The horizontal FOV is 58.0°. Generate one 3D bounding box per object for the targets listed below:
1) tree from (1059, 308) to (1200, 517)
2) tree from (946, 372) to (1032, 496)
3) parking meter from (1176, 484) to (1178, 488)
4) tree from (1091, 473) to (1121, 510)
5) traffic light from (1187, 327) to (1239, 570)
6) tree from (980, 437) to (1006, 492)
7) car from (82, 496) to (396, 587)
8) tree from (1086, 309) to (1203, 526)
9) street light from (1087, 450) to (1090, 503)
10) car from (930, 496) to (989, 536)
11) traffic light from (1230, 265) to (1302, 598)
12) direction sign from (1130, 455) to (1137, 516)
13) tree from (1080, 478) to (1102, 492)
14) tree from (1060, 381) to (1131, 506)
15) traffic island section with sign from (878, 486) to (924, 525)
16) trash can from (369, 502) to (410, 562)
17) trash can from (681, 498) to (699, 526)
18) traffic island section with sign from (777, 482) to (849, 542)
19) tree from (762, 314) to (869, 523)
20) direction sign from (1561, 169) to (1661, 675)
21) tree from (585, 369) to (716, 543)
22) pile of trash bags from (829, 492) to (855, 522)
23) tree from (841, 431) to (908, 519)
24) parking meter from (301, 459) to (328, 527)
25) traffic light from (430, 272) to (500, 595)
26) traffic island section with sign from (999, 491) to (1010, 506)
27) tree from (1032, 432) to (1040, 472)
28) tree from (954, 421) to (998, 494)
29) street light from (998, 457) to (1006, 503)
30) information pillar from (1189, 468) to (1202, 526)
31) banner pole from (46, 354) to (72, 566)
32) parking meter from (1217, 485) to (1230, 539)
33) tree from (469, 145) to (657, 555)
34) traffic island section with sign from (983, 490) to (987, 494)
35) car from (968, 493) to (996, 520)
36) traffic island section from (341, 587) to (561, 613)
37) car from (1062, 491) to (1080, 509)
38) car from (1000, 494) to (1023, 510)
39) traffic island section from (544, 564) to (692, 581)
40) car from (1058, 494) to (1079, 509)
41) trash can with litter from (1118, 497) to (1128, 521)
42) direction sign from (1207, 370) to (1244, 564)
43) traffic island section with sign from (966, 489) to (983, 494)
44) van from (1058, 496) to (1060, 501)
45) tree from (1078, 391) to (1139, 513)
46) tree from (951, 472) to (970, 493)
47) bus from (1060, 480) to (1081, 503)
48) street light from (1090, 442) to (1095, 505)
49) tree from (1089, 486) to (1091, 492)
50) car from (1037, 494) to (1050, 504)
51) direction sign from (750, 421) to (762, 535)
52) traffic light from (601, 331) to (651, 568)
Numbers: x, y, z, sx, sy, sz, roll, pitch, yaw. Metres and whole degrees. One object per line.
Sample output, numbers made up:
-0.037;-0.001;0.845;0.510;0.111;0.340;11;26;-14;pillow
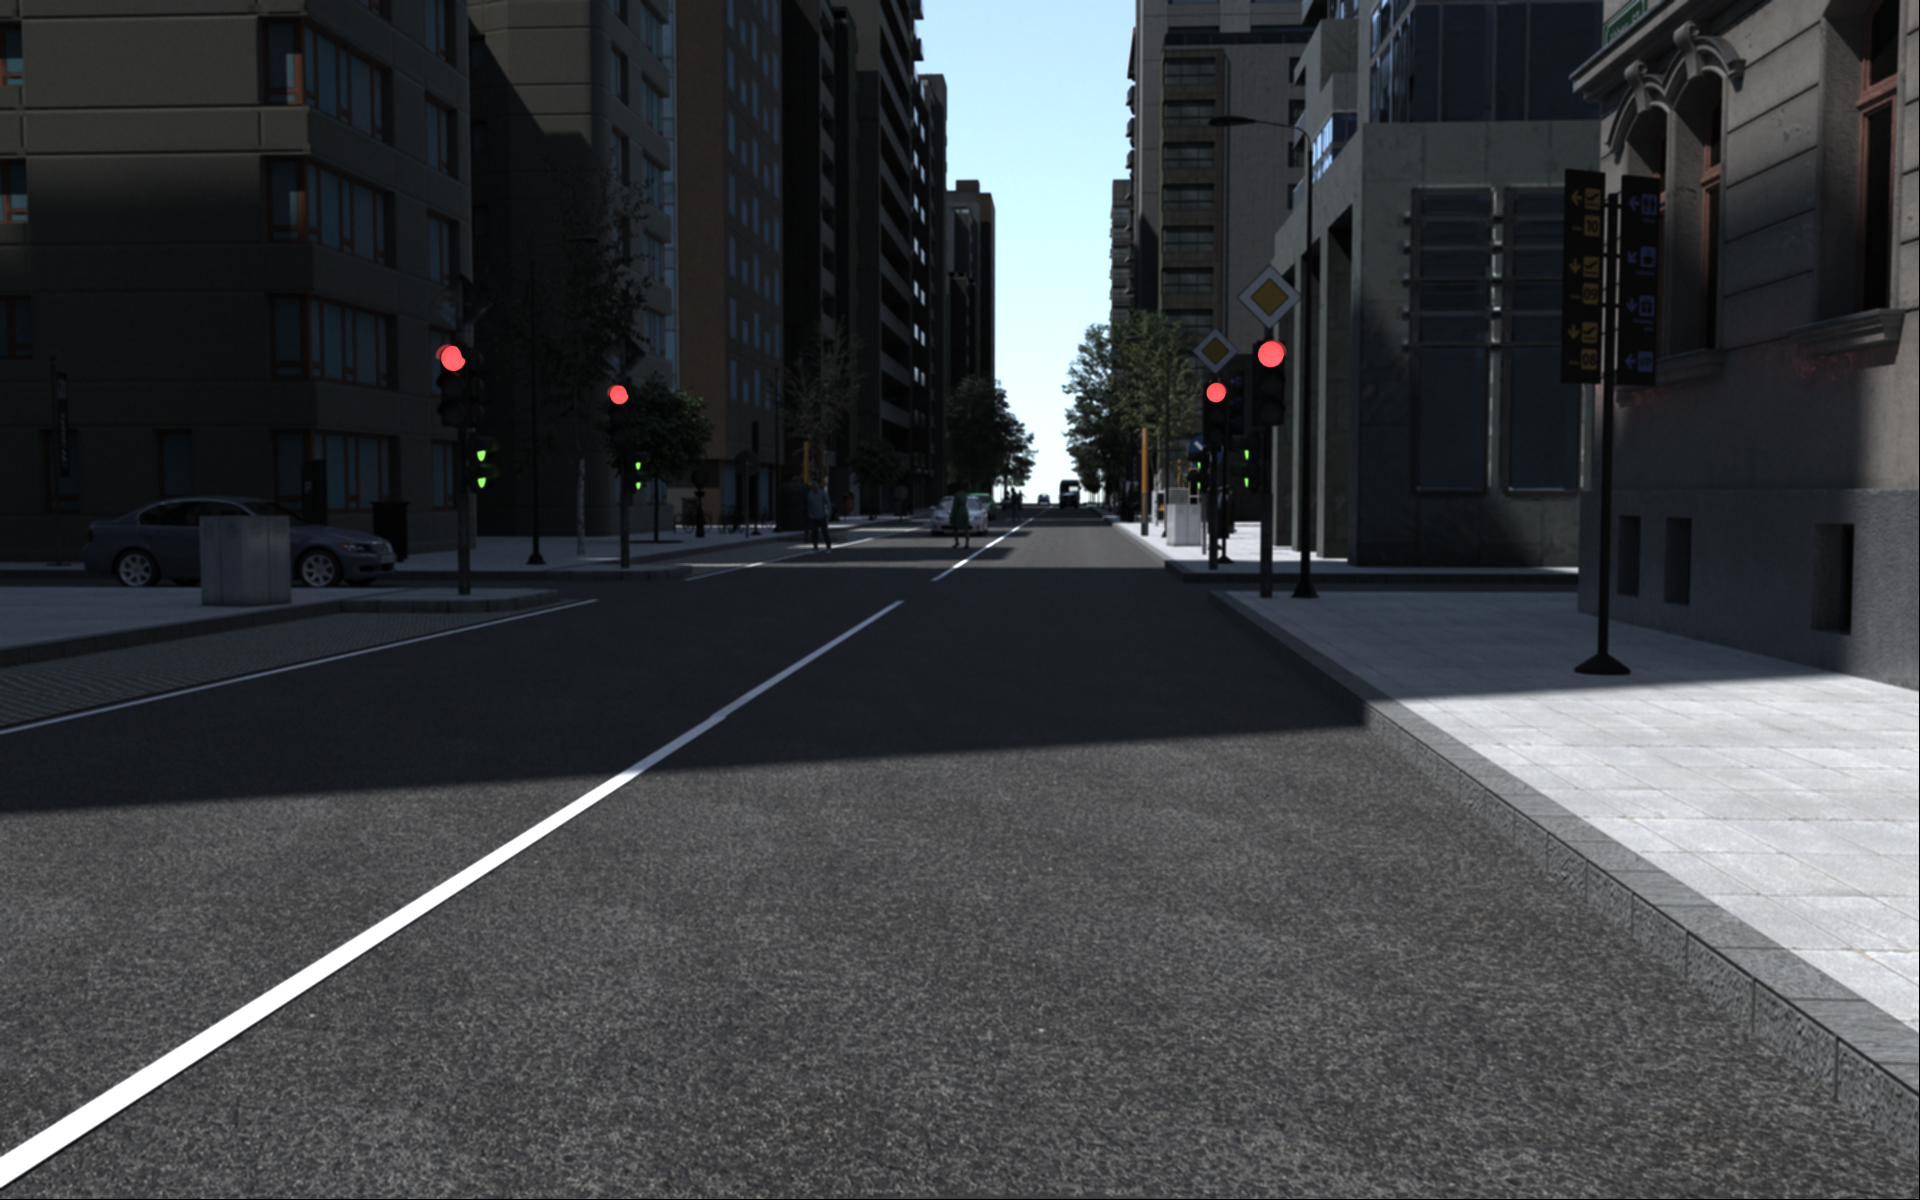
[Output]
9.402;-10.376;95.400;9.928;11.665;9.643;0;3;0;tree
1.062;-16.721;180.051;9.857;13.997;8.962;0;3;0;tree
12.839;-5.859;101.502;0.255;1.863;0.399;2;4;23;parking meter
12.206;-9.033;142.283;1.663;3.219;1.824;0;3;0;tree
4.290;-2.473;29.347;0.839;4.253;0.868;0;4;4;traffic light
3.279;-15.592;205.288;4.737;8.622;4.395;0;3;0;tree
-10.923;-0.882;26.416;4.499;1.417;2.014;0;4;2;car
7.776;-7.225;68.493;4.737;8.622;4.395;0;3;0;tree
12.165;-11.083;153.753;1.470;5.913;1.316;0;4;4;street light
0.006;-2.968;60.886;2.083;1.381;4.827;0;4;3;car
3.778;-1.985;21.378;0.839;4.253;0.868;0;4;4;traffic light
10.199;-6.723;101.916;0.379;3.537;0.876;-1;4;-16;direction sign
19.368;-16.645;255.851;4.285;4.588;4.351;0;3;0;tree
15.997;-17.305;189.583;9.857;13.997;8.962;0;3;0;tree
-2.683;-4.327;79.367;1.989;1.847;2.006;0;4;4;traffic island section with sign
-10.730;-1.283;32.626;0.748;1.137;0.748;0;3;0;trash can
-10.763;-3.511;69.054;0.748;1.137;0.748;0;3;0;trash can
-4.405;-2.681;52.467;1.989;1.847;2.006;0;4;4;traffic island section with sign
-5.677;-7.370;70.861;4.360;8.622;3.978;0;3;0;tree
4.618;-1.244;12.344;0.876;3.537;0.379;-2;4;-25;direction sign
-8.127;-3.794;45.738;4.285;4.588;4.351;0;3;0;tree
-6.287;-4.320;80.381;3.447;1.369;1.912;-3;5;-43;pile of trash bags
-4.444;-6.504;90.048;4.285;4.588;4.351;0;3;0;tree
-10.961;-1.450;29.421;0.399;1.863;0.255;2;4;33;parking meter
-6.313;-2.024;22.008;0.839;4.253;0.868;0;4;4;traffic light
5.839;-12.441;212.030;1.989;1.847;2.006;0;4;4;traffic island section with sign
7.088;-21.888;264.528;9.857;13.997;8.962;0;3;0;tree
1.469;-13.510;171.242;4.360;8.622;3.978;0;3;0;tree
4.707;-14.903;216.201;1.470;5.913;1.316;0;4;4;street light
6.713;-2.748;49.428;0.304;2.012;0.304;2;4;24;information pillar
-16.196;-2.519;31.195;0.401;3.779;0.863;0;4;-6;banner pole
7.579;-2.539;49.916;0.372;1.533;0.369;0;3;0;parking meter
-8.201;-5.283;36.739;4.360;8.622;3.978;0;3;0;tree
2.205;-8.984;155.510;1.989;1.847;2.006;0;4;4;traffic island section with sign
1.010;-5.326;95.871;1.959;1.807;4.718;0;4;5;car
-6.353;0.008;22.145;2.009;0.180;2.903;0;4;4;traffic island section
11.007;-9.964;172.501;1.945;1.707;3.694;0;4;4;car
4.592;-8.609;152.754;2.014;1.417;4.499;0;4;4;car
-5.841;-0.479;30.113;2.009;0.180;2.903;0;4;4;traffic island section
10.514;-9.674;167.962;2.009;1.686;4.222;0;4;4;car
7.859;-4.395;83.242;0.624;1.170;1.055;0;4;0;trash can with litter
4.892;-2.447;32.008;0.379;3.537;0.876;-3;5;-39;direction sign
0.464;-7.326;128.413;1.989;1.847;2.006;0;4;4;traffic island section with sign
14.914;-14.563;245.109;2.013;2.044;4.112;0;4;2;van
10.028;-10.029;114.331;4.360;8.622;3.978;0;3;0;tree
-0.142;-9.726;153.619;1.663;3.219;1.824;0;3;0;tree
14.571;-14.334;229.221;2.948;3.499;13.247;0;4;4;bus
10.522;-9.486;127.644;1.470;5.913;1.316;0;4;4;street light
17.183;-13.876;221.469;1.663;3.219;1.824;0;3;0;tree
12.119;-14.714;250.169;1.945;1.707;3.694;0;4;5;car
-6.397;-3.803;54.175;0.379;3.537;0.876;-1;4;-17;direction sign
-5.802;-2.511;29.976;0.839;4.253;0.868;0;4;4;traffic light
